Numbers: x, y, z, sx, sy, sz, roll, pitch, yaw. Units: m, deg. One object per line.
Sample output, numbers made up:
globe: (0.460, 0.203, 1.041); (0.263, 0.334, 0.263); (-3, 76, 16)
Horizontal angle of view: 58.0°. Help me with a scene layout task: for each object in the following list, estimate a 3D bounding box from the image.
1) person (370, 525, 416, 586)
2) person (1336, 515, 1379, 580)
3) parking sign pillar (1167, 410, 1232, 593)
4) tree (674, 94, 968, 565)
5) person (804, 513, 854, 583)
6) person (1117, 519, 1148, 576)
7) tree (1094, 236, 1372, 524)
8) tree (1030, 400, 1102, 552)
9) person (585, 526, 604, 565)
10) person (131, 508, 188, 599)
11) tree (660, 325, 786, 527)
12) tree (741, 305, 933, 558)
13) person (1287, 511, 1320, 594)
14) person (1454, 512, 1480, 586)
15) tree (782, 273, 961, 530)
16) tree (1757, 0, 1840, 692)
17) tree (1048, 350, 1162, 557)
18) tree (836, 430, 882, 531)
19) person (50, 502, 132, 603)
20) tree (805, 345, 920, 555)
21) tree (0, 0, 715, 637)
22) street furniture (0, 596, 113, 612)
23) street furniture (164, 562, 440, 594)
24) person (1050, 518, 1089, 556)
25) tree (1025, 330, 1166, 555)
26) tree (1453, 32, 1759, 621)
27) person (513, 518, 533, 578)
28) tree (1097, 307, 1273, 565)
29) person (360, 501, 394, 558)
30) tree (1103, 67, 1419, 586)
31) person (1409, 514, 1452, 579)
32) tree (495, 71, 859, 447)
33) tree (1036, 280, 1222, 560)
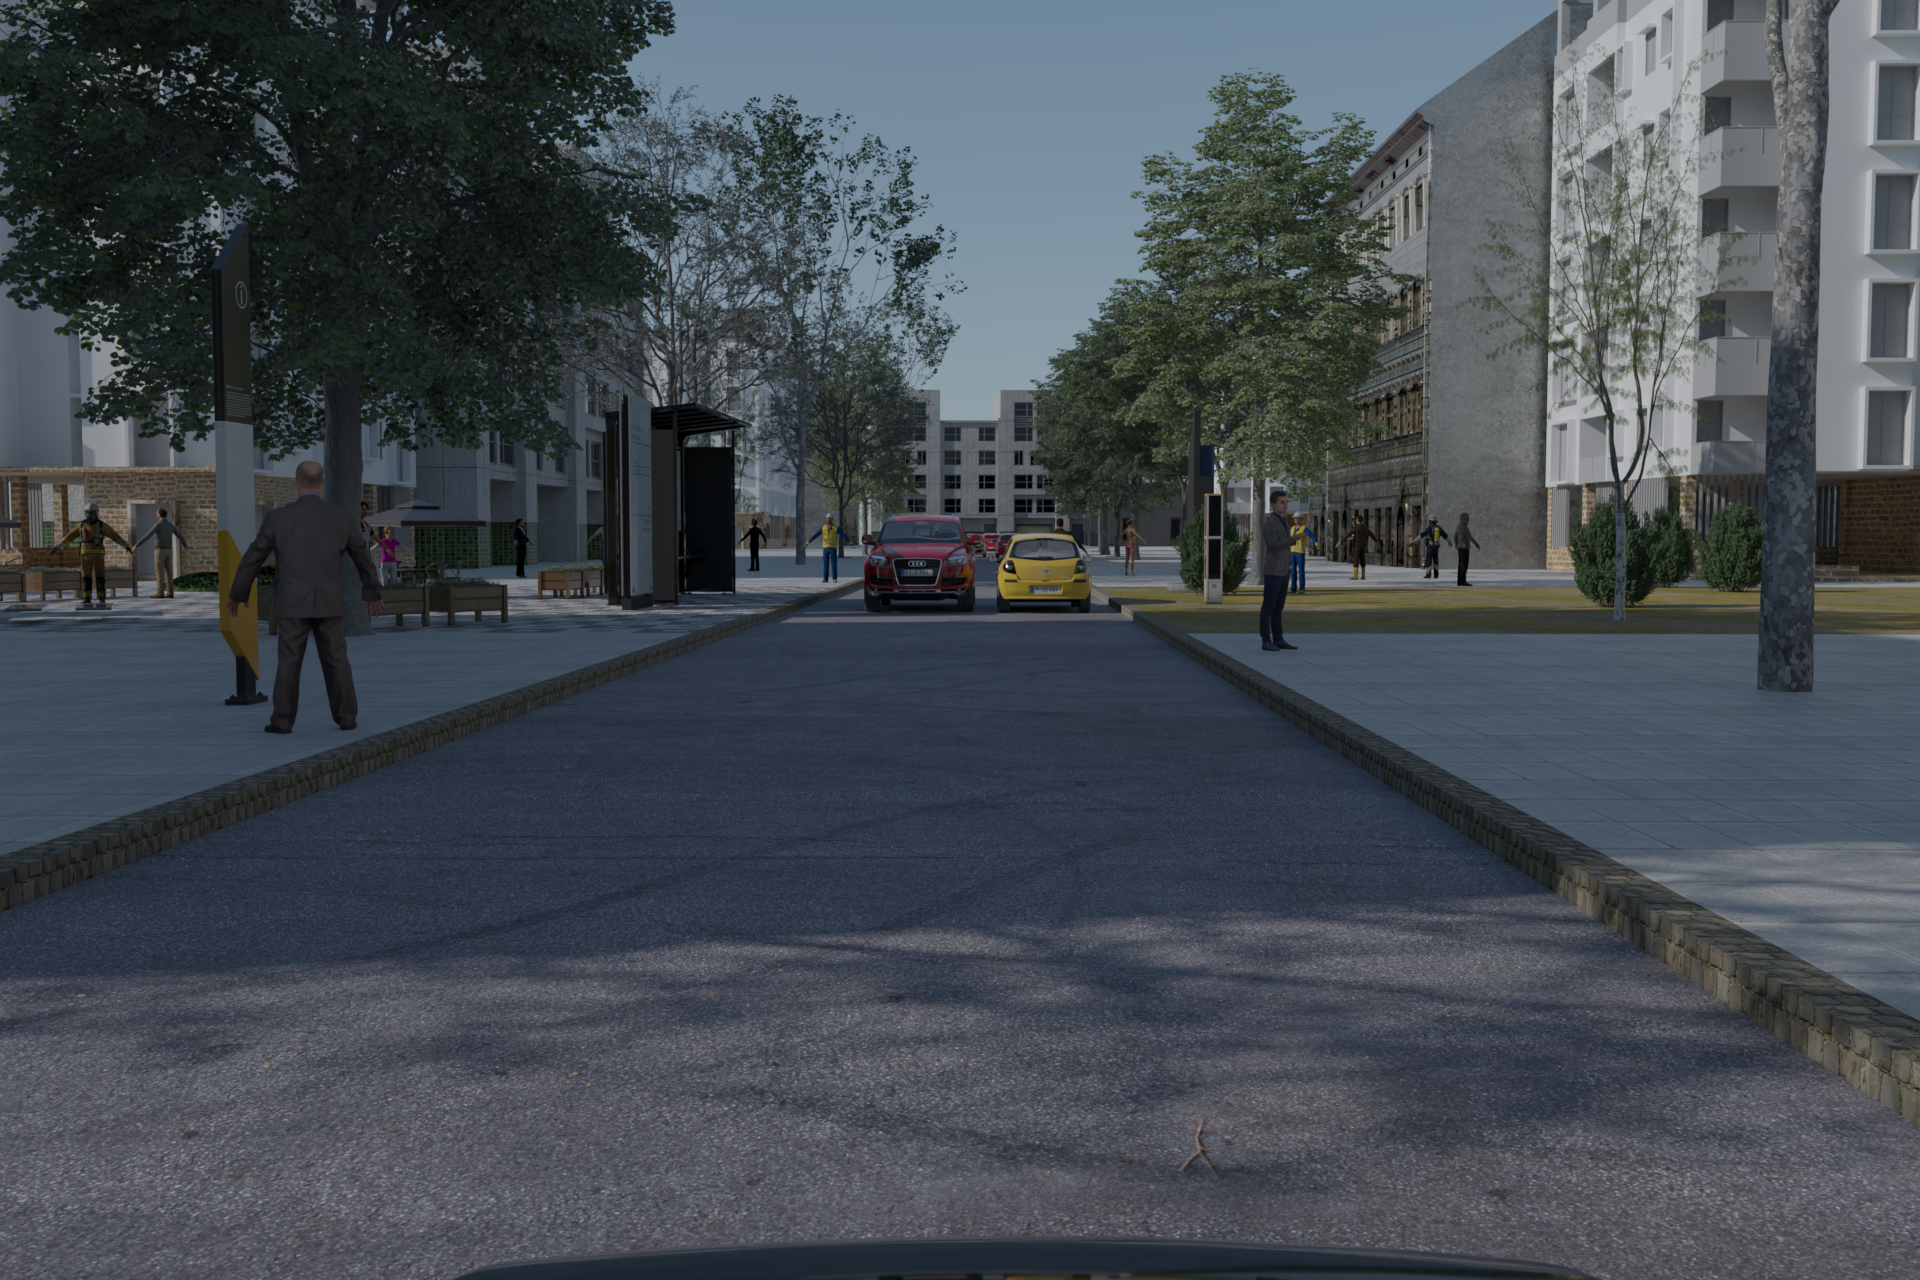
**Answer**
person: (-10.095, -1.303, 30.568); (0.991, 1.433, 0.599); (-2, 4, -32)
person: (11.185, -2.595, 48.565); (1.346, 1.812, 0.704); (-1, 4, -17)
parking sign pillar: (5.316, -3.051, 38.359); (1.447, 3.967, 1.447); (0, 4, 2)
tree: (-6.085, -13.294, 73.251); (12.611, 20.169, 13.585); (0, 3, 0)
person: (-3.434, -2.431, 45.711); (1.349, 1.833, 0.705); (0, 4, 8)
person: (5.290, -2.845, 53.319); (0.721, 1.733, 1.217); (-3, 5, -44)
tree: (8.196, -7.232, 52.648); (8.767, 10.594, 7.601); (1, 4, 8)
tree: (9.812, -12.944, 122.006); (12.009, 13.543, 11.850); (0, 3, 0)
person: (-10.427, -2.780, 51.313); (1.347, 1.847, 0.705); (0, 4, -5)
person: (-15.871, -1.724, 34.465); (0.705, 1.796, 1.348); (2, 4, 24)
tree: (-7.720, -6.486, 56.403); (4.360, 8.622, 3.978); (0, 3, 0)
tree: (-6.259, -11.110, 92.026); (12.009, 13.543, 11.850); (0, 3, 0)
person: (7.261, -1.894, 37.434); (1.216, 1.772, 0.721); (3, 5, 44)
person: (12.429, -2.233, 42.631); (0.705, 1.813, 1.348); (0, 4, -7)
tree: (-6.647, -16.532, 126.184); (12.611, 20.169, 13.585); (0, 3, 0)
tree: (8.122, -9.609, 12.990); (12.611, 20.169, 13.585); (0, 3, 0)
tree: (8.758, -10.430, 96.287); (9.928, 11.665, 9.643); (0, 3, 0)
tree: (-6.089, -10.040, 114.508); (4.360, 8.622, 3.978); (0, 3, 0)
person: (-15.668, -1.561, 31.286); (1.354, 1.858, 0.705); (-1, 4, -14)
tree: (-6.114, -11.346, 103.632); (7.486, 12.596, 7.792); (0, 3, 0)
tree: (-7.804, -7.033, 21.640); (9.857, 13.997, 8.962); (0, 3, 0)
street furniture: (-18.765, -1.161, 25.832); (11.010, 1.723, 9.812); (-2, 4, -25)
street furniture: (-15.806, -1.620, 42.111); (5.734, 0.657, 10.072); (0, 4, -8)
person: (2.401, -2.012, 41.488); (1.346, 1.812, 0.704); (1, 4, 14)
tree: (8.814, -12.189, 105.938); (9.857, 13.997, 8.962); (0, 3, 0)
tree: (9.956, -4.597, 25.517); (4.360, 8.622, 3.978); (0, 3, 0)
person: (-12.816, -2.697, 50.820); (0.721, 1.740, 1.216); (0, 4, 8)
tree: (9.142, -8.196, 68.415); (7.601, 10.594, 8.767); (-3, 5, -41)
person: (-9.839, -1.369, 28.521); (0.704, 1.843, 1.345); (1, 4, 19)
tree: (7.438, -7.657, 43.323); (7.486, 12.596, 7.792); (0, 3, 0)
person: (13.622, -2.703, 49.976); (1.354, 1.856, 0.705); (-1, 4, -14)
tree: (-7.545, -8.314, 46.304); (12.009, 13.543, 11.850); (0, 3, 0)
tree: (8.450, -10.892, 84.747); (9.857, 13.997, 8.962); (0, 3, 0)
